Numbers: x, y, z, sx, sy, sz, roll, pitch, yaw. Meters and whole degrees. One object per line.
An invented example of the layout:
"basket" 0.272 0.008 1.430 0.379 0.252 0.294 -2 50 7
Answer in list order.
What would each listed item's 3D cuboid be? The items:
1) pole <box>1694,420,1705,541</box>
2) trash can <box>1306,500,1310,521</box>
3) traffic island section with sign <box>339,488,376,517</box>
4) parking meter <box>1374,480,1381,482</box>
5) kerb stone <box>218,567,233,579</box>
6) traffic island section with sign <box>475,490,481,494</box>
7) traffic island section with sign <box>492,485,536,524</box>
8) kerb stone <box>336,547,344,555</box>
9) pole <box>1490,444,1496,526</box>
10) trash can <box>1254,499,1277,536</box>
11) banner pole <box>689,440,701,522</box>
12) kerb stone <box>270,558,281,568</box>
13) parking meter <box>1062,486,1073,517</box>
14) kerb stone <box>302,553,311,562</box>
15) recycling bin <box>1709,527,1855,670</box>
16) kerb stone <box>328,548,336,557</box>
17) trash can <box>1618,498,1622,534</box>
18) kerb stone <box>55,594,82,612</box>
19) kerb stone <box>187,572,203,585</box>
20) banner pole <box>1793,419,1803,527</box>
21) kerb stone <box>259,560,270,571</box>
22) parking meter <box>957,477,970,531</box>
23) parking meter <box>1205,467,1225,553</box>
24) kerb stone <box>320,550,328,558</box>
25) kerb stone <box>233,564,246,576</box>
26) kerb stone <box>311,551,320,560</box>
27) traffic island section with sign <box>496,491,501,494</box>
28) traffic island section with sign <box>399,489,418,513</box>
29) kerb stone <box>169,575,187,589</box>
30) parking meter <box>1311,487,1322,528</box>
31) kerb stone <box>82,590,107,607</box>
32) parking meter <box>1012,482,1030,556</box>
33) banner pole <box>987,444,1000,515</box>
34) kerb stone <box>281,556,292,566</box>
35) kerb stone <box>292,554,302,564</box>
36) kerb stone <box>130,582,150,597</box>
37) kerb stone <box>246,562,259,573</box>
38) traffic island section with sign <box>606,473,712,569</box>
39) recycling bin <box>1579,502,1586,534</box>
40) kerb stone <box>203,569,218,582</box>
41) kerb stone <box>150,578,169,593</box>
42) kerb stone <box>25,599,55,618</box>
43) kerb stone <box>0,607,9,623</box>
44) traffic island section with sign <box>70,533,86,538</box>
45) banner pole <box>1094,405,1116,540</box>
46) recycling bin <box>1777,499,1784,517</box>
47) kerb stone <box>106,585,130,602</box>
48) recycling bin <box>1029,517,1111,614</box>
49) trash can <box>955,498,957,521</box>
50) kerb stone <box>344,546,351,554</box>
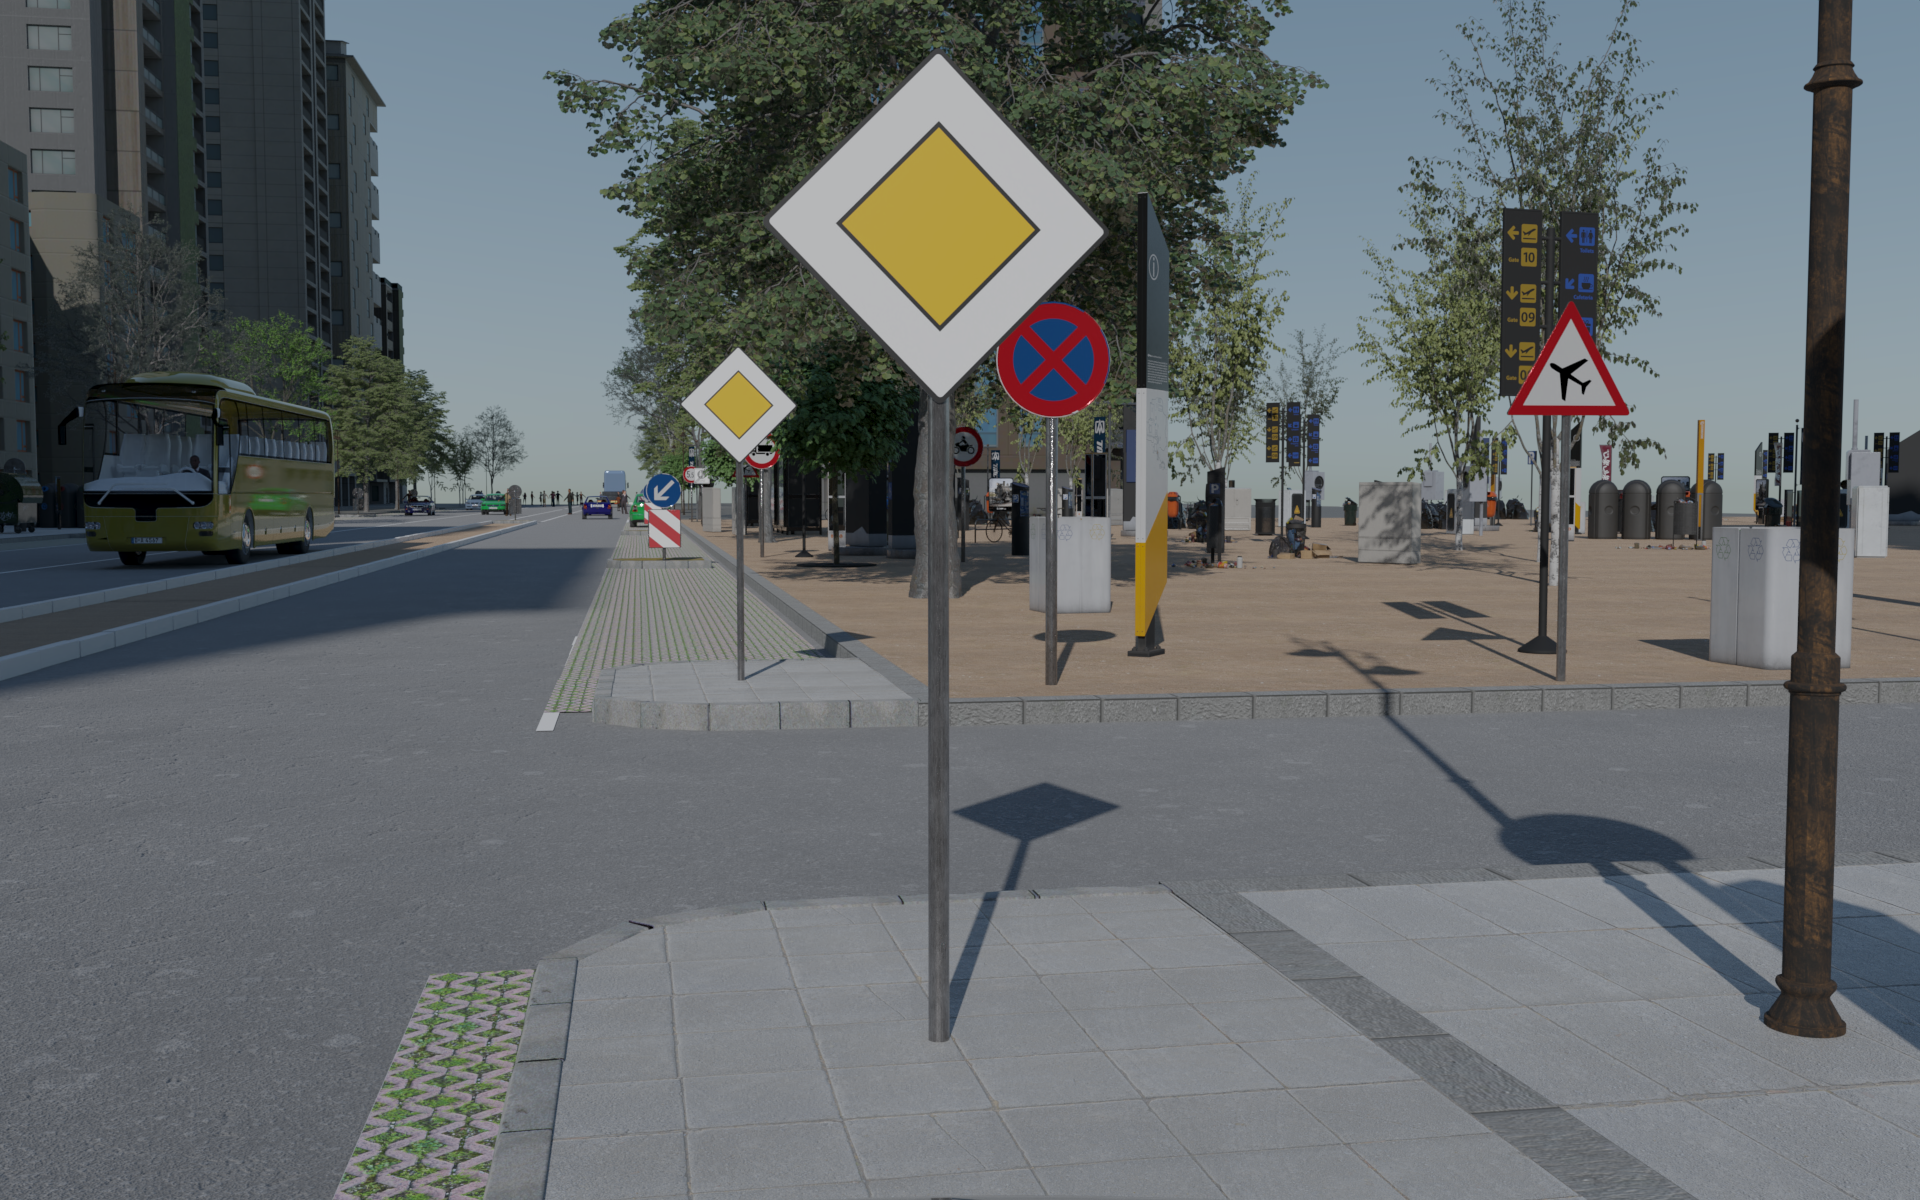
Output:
"pole" 20.335 -3.288 47.608 0.158 3.312 0.155 0 3 0
"trash can" 16.129 -4.262 81.330 0.748 1.137 0.748 0 3 0
"traffic island section with sign" -37.203 -6.019 107.039 1.989 1.847 2.006 -1 4 -10
"parking meter" 17.411 -4.051 71.951 0.399 1.863 0.255 -1 4 -10
"kerb stone" -12.546 -0.437 29.343 0.120 0.150 1.000 -1 4 -10
"traffic island section with sign" -52.158 -10.949 187.637 1.989 1.847 2.006 -1 4 -10
"traffic island section with sign" -21.697 -4.657 84.278 2.006 1.907 1.989 -1 4 -10
"kerb stone" -14.594 -1.117 40.452 0.120 0.150 1.000 -1 4 -10
"pole" 21.629 -4.673 70.250 0.158 3.312 0.155 0 3 0
"trash can" 9.403 -2.550 53.348 0.748 1.137 0.748 0 3 0
"banner pole" -12.263 -5.493 79.828 0.401 3.779 0.863 -3 5 -43
"kerb stone" -13.302 -0.684 33.387 0.120 0.150 1.000 -1 4 -10
"parking meter" 3.512 -2.950 56.652 0.372 1.533 0.369 0 3 0
"kerb stone" -13.857 -0.870 36.423 0.120 0.150 1.000 -1 4 -10
"recycling bin" 6.156 -0.027 12.997 0.722 1.027 0.722 -1 4 -12
"kerb stone" -14.420 -1.055 39.445 0.120 0.150 1.000 -1 4 -10
"trash can" 21.486 -2.696 55.739 0.748 1.137 0.748 0 3 0
"kerb stone" -11.048 0.056 21.294 0.120 0.150 1.000 -1 4 -10
"kerb stone" -12.170 -0.314 27.326 0.120 0.150 1.000 -1 4 -10
"banner pole" 27.922 -4.124 57.449 0.401 3.779 0.863 -2 4 -27
"kerb stone" -13.105 -0.621 32.370 0.120 0.150 1.000 -1 4 -10
"parking meter" 0.120 -3.356 60.575 0.399 1.863 0.255 2 4 35
"parking meter" 5.536 -1.949 37.582 0.399 1.863 0.255 1 4 20
"kerb stone" -14.230 -0.993 38.432 0.120 0.150 1.000 -1 4 -10
"kerb stone" -12.735 -0.499 30.354 0.120 0.150 1.000 -1 4 -10
"kerb stone" -14.039 -0.932 37.428 0.120 0.150 1.000 -1 4 -10
"traffic island section with sign" -57.205 -12.608 214.773 1.989 1.847 2.006 -1 4 -10
"traffic island section with sign" -42.134 -7.644 133.609 1.989 1.847 2.006 -1 4 -10
"kerb stone" -11.982 -0.252 26.322 0.120 0.150 1.000 -1 4 -10
"parking meter" 13.631 -3.536 66.227 0.372 1.533 0.369 0 3 0
"kerb stone" -11.234 -0.004 22.299 0.120 0.150 1.000 -1 4 -10
"parking meter" 1.264 -1.699 36.183 0.372 1.533 0.369 0 3 0
"banner pole" 1.614 -5.898 86.457 0.863 3.779 0.401 1 4 12
"kerb stone" -13.487 -0.744 34.398 0.120 0.150 1.000 -1 4 -10
"kerb stone" -13.670 -0.807 35.407 0.120 0.150 1.000 -1 4 -10
"kerb stone" -11.613 -0.129 24.309 0.120 0.150 1.000 -1 4 -10
"kerb stone" -12.920 -0.560 31.359 0.120 0.150 1.000 -1 4 -10
"traffic island section with sign" -5.908 -1.545 33.890 1.989 1.847 2.006 -1 4 -10
"recycling bin" 19.860 -2.668 56.169 0.722 1.027 0.722 1 4 13
"kerb stone" -12.368 -0.376 28.337 0.120 0.150 1.000 -1 4 -10
"kerb stone" -11.800 -0.185 25.315 0.120 0.150 1.000 -1 4 -10
"kerb stone" -10.867 0.119 20.284 0.120 0.150 1.000 -1 4 -10
"kerb stone" -10.680 0.178 19.278 0.120 0.150 1.000 -1 4 -10
"traffic island section with sign" -27.888 -2.950 56.865 1.989 1.847 2.006 -1 4 -10
"banner pole" 4.071 -3.614 49.102 0.401 3.779 0.863 -3 5 -40
"recycling bin" 40.313 -4.447 85.267 0.722 1.027 0.722 3 4 37
"kerb stone" -11.418 -0.068 23.304 0.120 0.150 1.000 -1 4 -10
"recycling bin" 1.199 -0.390 18.923 0.722 1.027 0.722 -1 4 -16
"trash can" -0.315 -3.440 67.893 0.748 1.137 0.748 0 3 0
"kerb stone" -14.795 -1.174 41.461 0.120 0.150 1.000 -1 4 -10
